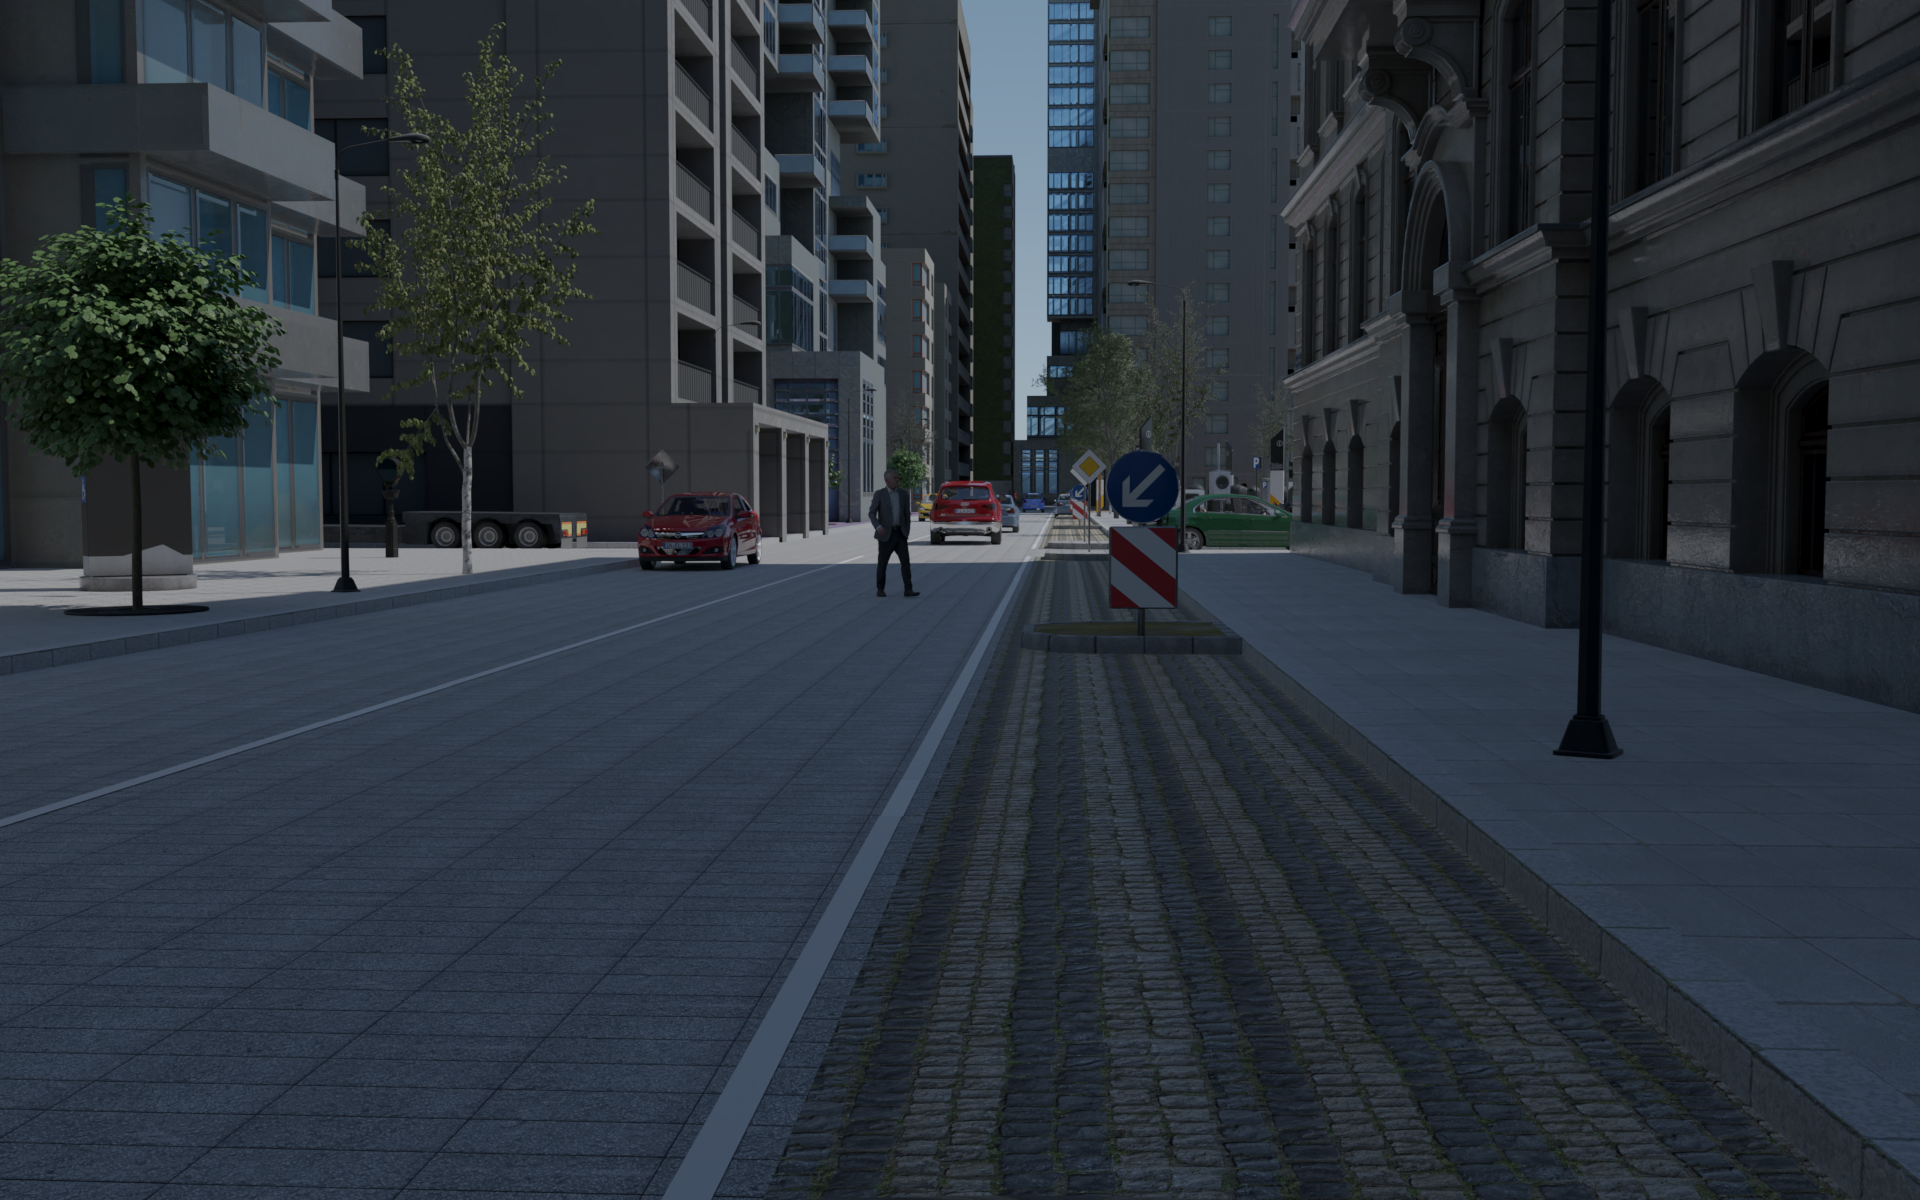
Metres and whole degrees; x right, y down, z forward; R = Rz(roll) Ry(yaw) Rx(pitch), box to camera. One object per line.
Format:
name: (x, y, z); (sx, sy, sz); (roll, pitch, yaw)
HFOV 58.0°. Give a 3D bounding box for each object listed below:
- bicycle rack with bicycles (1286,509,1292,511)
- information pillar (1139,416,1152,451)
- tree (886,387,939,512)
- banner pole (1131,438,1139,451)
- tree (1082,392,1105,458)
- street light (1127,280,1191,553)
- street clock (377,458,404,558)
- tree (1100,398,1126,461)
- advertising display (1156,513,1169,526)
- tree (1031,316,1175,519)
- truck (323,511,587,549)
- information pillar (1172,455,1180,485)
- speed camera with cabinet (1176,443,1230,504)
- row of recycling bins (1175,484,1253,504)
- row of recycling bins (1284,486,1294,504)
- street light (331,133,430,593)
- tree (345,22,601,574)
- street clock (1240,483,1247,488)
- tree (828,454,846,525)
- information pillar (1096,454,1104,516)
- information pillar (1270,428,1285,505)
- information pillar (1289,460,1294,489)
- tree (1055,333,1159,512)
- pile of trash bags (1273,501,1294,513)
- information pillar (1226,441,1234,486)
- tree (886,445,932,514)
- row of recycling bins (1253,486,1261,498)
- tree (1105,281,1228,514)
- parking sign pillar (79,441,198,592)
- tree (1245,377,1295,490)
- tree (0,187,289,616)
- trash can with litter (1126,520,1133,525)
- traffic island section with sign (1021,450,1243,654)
bicycle rack with bicycles: (8.108, -2.127, 48.164); (2.852, 0.926, 2.925); (0, 4, 4)
information pillar: (5.542, -3.689, 51.673); (0.504, 3.616, 0.183); (-3, 5, -42)
tree: (-3.435, -10.293, 118.652); (4.360, 8.622, 3.978); (0, 3, 0)
banner pole: (7.905, -5.357, 77.598); (0.401, 3.779, 0.863); (-3, 5, -43)
tree: (9.819, -9.773, 110.150); (4.360, 8.622, 3.978); (0, 3, 0)
street light: (4.328, -3.988, 37.742); (1.470, 5.913, 1.316); (0, 4, 3)
street clock: (-11.472, -1.856, 34.923); (0.471, 2.002, 0.358); (1, 4, 13)
tree: (11.631, -11.033, 130.744); (4.737, 8.622, 4.395); (0, 3, 0)
advertising display: (4.212, -1.883, 35.999); (0.123, 1.923, 0.974); (1, 4, 15)
tree: (7.928, -9.561, 90.742); (7.601, 10.594, 8.767); (2, 4, 33)
truck: (-19.098, -3.329, 44.193); (18.799, 4.110, 2.967); (0, 4, 3)
information pillar: (12.945, -6.882, 103.880); (0.504, 3.616, 0.183); (0, 4, 1)
speed camera with cabinet: (9.418, -4.450, 67.096); (2.038, 3.252, 0.660); (-1, 4, -13)
row of recycling bins: (10.493, -4.072, 73.686); (3.534, 1.692, 1.069); (-1, 4, -10)
row of recycling bins: (14.950, -4.112, 74.339); (3.534, 1.692, 1.069); (2, 4, 34)
street light: (-7.518, -3.056, 22.501); (1.470, 5.913, 1.316); (0, 4, 3)
tree: (-7.926, -4.739, 27.847); (4.737, 8.622, 4.395); (0, 3, 0)
street clock: (18.447, -6.620, 112.806); (0.471, 2.002, 0.358); (-2, 4, -30)
tree: (-5.536, -4.740, 72.099); (1.663, 3.219, 1.824); (0, 3, 0)
information pillar: (8.080, -6.653, 100.127); (0.504, 3.616, 0.183); (-2, 4, -35)
information pillar: (11.228, -4.274, 61.234); (0.504, 3.616, 0.183); (2, 4, 27)
information pillar: (22.518, -7.714, 117.486); (0.504, 3.616, 0.183); (0, 4, 5)
tree: (10.468, -12.506, 122.597); (7.486, 12.596, 7.792); (0, 3, 0)
pile of trash bags: (11.285, -2.692, 53.761); (3.447, 1.369, 1.912); (1, 4, 10)
information pillar: (11.789, -5.166, 75.813); (0.183, 3.616, 0.504); (-2, 4, -26)
tree: (-3.510, -7.915, 113.127); (4.285, 4.588, 4.351); (0, 3, 0)
row of recycling bins: (14.403, -5.133, 91.036); (1.069, 1.692, 3.534); (-3, 5, -39)
tree: (7.365, -6.747, 60.679); (4.360, 8.622, 3.978); (0, 3, 0)
parking sign pillar: (-11.107, -2.131, 23.315); (1.447, 3.967, 1.447); (-2, 4, -35)
tree: (19.690, -9.671, 108.488); (4.360, 8.622, 3.978); (0, 3, 0)
tree: (-9.033, -2.139, 18.692); (4.285, 4.588, 4.351); (0, 3, 0)
trash can with litter: (7.377, -3.769, 73.012); (0.624, 1.170, 1.055); (-1, 4, -18)
traffic island section with sign: (1.581, -0.473, 16.356); (1.989, 1.847, 2.006); (0, 4, 3)
